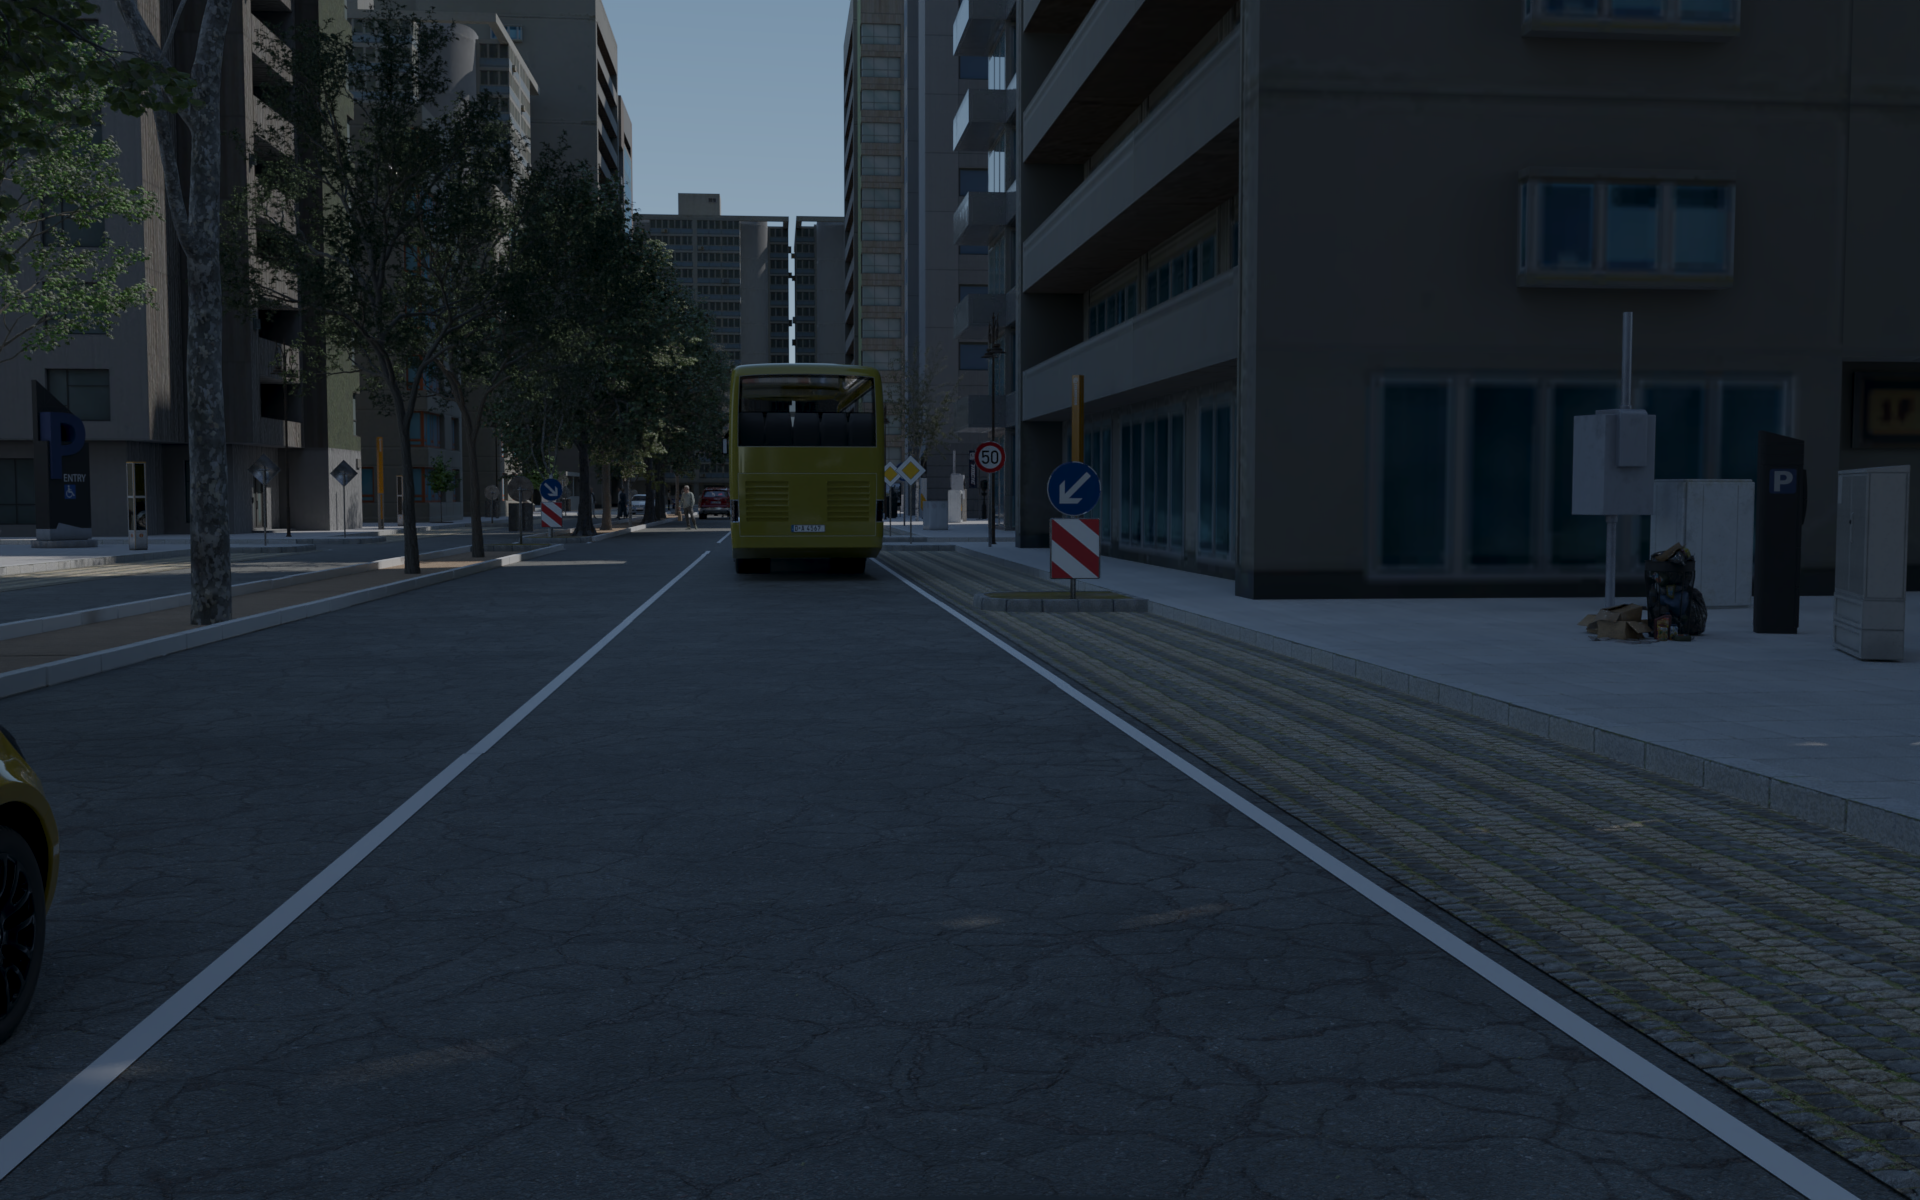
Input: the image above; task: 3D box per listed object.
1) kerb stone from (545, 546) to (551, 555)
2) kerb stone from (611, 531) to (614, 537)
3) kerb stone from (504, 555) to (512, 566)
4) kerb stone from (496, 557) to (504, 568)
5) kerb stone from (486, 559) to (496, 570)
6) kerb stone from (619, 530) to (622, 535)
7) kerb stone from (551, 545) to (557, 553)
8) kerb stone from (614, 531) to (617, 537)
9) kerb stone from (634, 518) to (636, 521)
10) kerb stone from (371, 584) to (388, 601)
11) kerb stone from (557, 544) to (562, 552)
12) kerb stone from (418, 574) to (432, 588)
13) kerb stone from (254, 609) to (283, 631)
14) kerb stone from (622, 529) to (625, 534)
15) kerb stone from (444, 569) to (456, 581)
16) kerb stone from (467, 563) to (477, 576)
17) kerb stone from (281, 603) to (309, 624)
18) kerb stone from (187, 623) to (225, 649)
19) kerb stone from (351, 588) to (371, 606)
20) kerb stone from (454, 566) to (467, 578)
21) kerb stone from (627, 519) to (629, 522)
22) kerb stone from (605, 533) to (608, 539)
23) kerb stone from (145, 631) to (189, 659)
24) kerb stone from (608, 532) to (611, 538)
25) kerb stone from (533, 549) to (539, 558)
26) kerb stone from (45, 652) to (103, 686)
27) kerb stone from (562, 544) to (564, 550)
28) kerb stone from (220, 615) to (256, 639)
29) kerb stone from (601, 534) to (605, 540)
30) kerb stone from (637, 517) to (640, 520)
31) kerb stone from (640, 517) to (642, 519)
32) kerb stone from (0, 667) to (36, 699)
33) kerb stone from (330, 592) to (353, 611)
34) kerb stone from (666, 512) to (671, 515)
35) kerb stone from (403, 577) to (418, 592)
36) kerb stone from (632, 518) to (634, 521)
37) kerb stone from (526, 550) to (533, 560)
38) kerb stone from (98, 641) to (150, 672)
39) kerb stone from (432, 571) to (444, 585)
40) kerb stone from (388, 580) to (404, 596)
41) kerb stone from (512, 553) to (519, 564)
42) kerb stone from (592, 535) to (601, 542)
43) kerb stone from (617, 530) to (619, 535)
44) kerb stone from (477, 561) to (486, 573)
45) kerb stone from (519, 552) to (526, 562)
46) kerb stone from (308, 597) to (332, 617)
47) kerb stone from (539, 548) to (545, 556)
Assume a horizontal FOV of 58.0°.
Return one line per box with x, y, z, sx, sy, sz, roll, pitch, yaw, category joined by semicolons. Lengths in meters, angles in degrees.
-9.843;-1.143;40.887;0.120;0.150;1.000;0;4;-6;kerb stone
-11.537;-2.111;56.766;0.120;0.150;1.000;0;4;-6;kerb stone
-9.187;-0.768;34.771;0.120;0.150;1.000;0;4;-6;kerb stone
-9.084;-0.707;33.754;0.120;0.150;1.000;0;4;-6;kerb stone
-8.971;-0.645;32.738;0.120;0.150;1.000;0;4;-6;kerb stone
-11.863;-2.301;59.821;0.120;0.150;1.000;0;4;-6;kerb stone
-9.947;-1.203;41.904;0.120;0.150;1.000;0;4;-6;kerb stone
-11.643;-2.174;57.789;0.120;0.150;1.000;0;4;-6;kerb stone
-17.321;-4.221;91.210;0.120;0.150;1.000;0;4;-6;kerb stone
-7.993;-0.085;23.587;0.120;0.150;1.000;0;4;-6;kerb stone
-10.061;-1.264;42.920;0.120;0.150;1.000;0;4;-6;kerb stone
-8.321;-0.272;26.636;0.120;0.150;1.000;0;4;-6;kerb stone
-7.459;0.230;18.488;0.120;0.150;1.000;0;4;-6;kerb stone
-11.970;-2.359;60.838;0.120;0.150;1.000;0;4;-6;kerb stone
-8.543;-0.390;28.672;0.120;0.150;1.000;0;4;-6;kerb stone
-8.751;-0.520;30.706;0.120;0.150;1.000;0;4;-6;kerb stone
-7.561;0.164;19.507;0.120;0.150;1.000;0;4;-6;kerb stone
-7.234;0.354;16.455;0.120;0.150;1.000;0;4;-6;kerb stone
-7.889;-0.023;22.570;0.120;0.150;1.000;0;4;-6;kerb stone
-8.640;-0.457;29.690;0.120;0.150;1.000;0;4;-6;kerb stone
-16.897;-3.966;87.123;0.120;0.150;1.000;0;4;-6;kerb stone
-11.326;-1.985;54.732;0.120;0.150;1.000;0;4;-6;kerb stone
-7.127;0.418;15.432;0.120;0.150;1.000;0;4;-6;kerb stone
-11.430;-2.052;55.749;0.120;0.150;1.000;0;4;-6;kerb stone
-9.623;-1.015;38.852;0.120;0.150;1.000;0;4;-6;kerb stone
-6.905;0.541;13.400;0.120;0.150;1.000;0;4;-6;kerb stone
-10.170;-1.330;43.936;0.120;0.150;1.000;0;4;-6;kerb stone
-7.343;0.289;17.472;0.120;0.150;1.000;0;4;-6;kerb stone
-11.206;-1.927;53.710;0.120;0.150;1.000;0;4;-6;kerb stone
-17.657;-4.408;94.267;0.120;0.150;1.000;0;4;-6;kerb stone
-17.760;-4.469;95.286;0.120;0.150;1.000;0;4;-6;kerb stone
-6.802;0.602;12.368;0.120;0.150;1.000;0;4;-6;kerb stone
-7.769;0.040;21.551;0.120;0.150;1.000;0;4;-6;kerb stone
-20.925;-6.277;124.832;0.120;0.150;1.000;0;4;-6;kerb stone
-8.218;-0.209;25.619;0.120;0.150;1.000;0;4;-6;kerb stone
-17.224;-4.153;90.189;0.120;0.150;1.000;0;4;-6;kerb stone
-9.516;-0.956;37.830;0.120;0.150;1.000;0;4;-6;kerb stone
-7.012;0.480;14.416;0.120;0.150;1.000;0;4;-6;kerb stone
-8.432;-0.334;27.656;0.120;0.150;1.000;0;4;-6;kerb stone
-8.099;-0.147;24.604;0.120;0.150;1.000;0;4;-6;kerb stone
-9.292;-0.831;35.787;0.120;0.150;1.000;0;4;-6;kerb stone
-11.101;-1.862;52.688;0.120;0.150;1.000;0;4;-6;kerb stone
-11.757;-2.239;58.805;0.120;0.150;1.000;0;4;-6;kerb stone
-8.870;-0.581;31.721;0.120;0.150;1.000;0;4;-6;kerb stone
-9.405;-0.894;36.812;0.120;0.150;1.000;0;4;-6;kerb stone
-7.666;0.104;20.533;0.120;0.150;1.000;0;4;-6;kerb stone
-9.731;-1.081;39.868;0.120;0.150;1.000;0;4;-6;kerb stone
